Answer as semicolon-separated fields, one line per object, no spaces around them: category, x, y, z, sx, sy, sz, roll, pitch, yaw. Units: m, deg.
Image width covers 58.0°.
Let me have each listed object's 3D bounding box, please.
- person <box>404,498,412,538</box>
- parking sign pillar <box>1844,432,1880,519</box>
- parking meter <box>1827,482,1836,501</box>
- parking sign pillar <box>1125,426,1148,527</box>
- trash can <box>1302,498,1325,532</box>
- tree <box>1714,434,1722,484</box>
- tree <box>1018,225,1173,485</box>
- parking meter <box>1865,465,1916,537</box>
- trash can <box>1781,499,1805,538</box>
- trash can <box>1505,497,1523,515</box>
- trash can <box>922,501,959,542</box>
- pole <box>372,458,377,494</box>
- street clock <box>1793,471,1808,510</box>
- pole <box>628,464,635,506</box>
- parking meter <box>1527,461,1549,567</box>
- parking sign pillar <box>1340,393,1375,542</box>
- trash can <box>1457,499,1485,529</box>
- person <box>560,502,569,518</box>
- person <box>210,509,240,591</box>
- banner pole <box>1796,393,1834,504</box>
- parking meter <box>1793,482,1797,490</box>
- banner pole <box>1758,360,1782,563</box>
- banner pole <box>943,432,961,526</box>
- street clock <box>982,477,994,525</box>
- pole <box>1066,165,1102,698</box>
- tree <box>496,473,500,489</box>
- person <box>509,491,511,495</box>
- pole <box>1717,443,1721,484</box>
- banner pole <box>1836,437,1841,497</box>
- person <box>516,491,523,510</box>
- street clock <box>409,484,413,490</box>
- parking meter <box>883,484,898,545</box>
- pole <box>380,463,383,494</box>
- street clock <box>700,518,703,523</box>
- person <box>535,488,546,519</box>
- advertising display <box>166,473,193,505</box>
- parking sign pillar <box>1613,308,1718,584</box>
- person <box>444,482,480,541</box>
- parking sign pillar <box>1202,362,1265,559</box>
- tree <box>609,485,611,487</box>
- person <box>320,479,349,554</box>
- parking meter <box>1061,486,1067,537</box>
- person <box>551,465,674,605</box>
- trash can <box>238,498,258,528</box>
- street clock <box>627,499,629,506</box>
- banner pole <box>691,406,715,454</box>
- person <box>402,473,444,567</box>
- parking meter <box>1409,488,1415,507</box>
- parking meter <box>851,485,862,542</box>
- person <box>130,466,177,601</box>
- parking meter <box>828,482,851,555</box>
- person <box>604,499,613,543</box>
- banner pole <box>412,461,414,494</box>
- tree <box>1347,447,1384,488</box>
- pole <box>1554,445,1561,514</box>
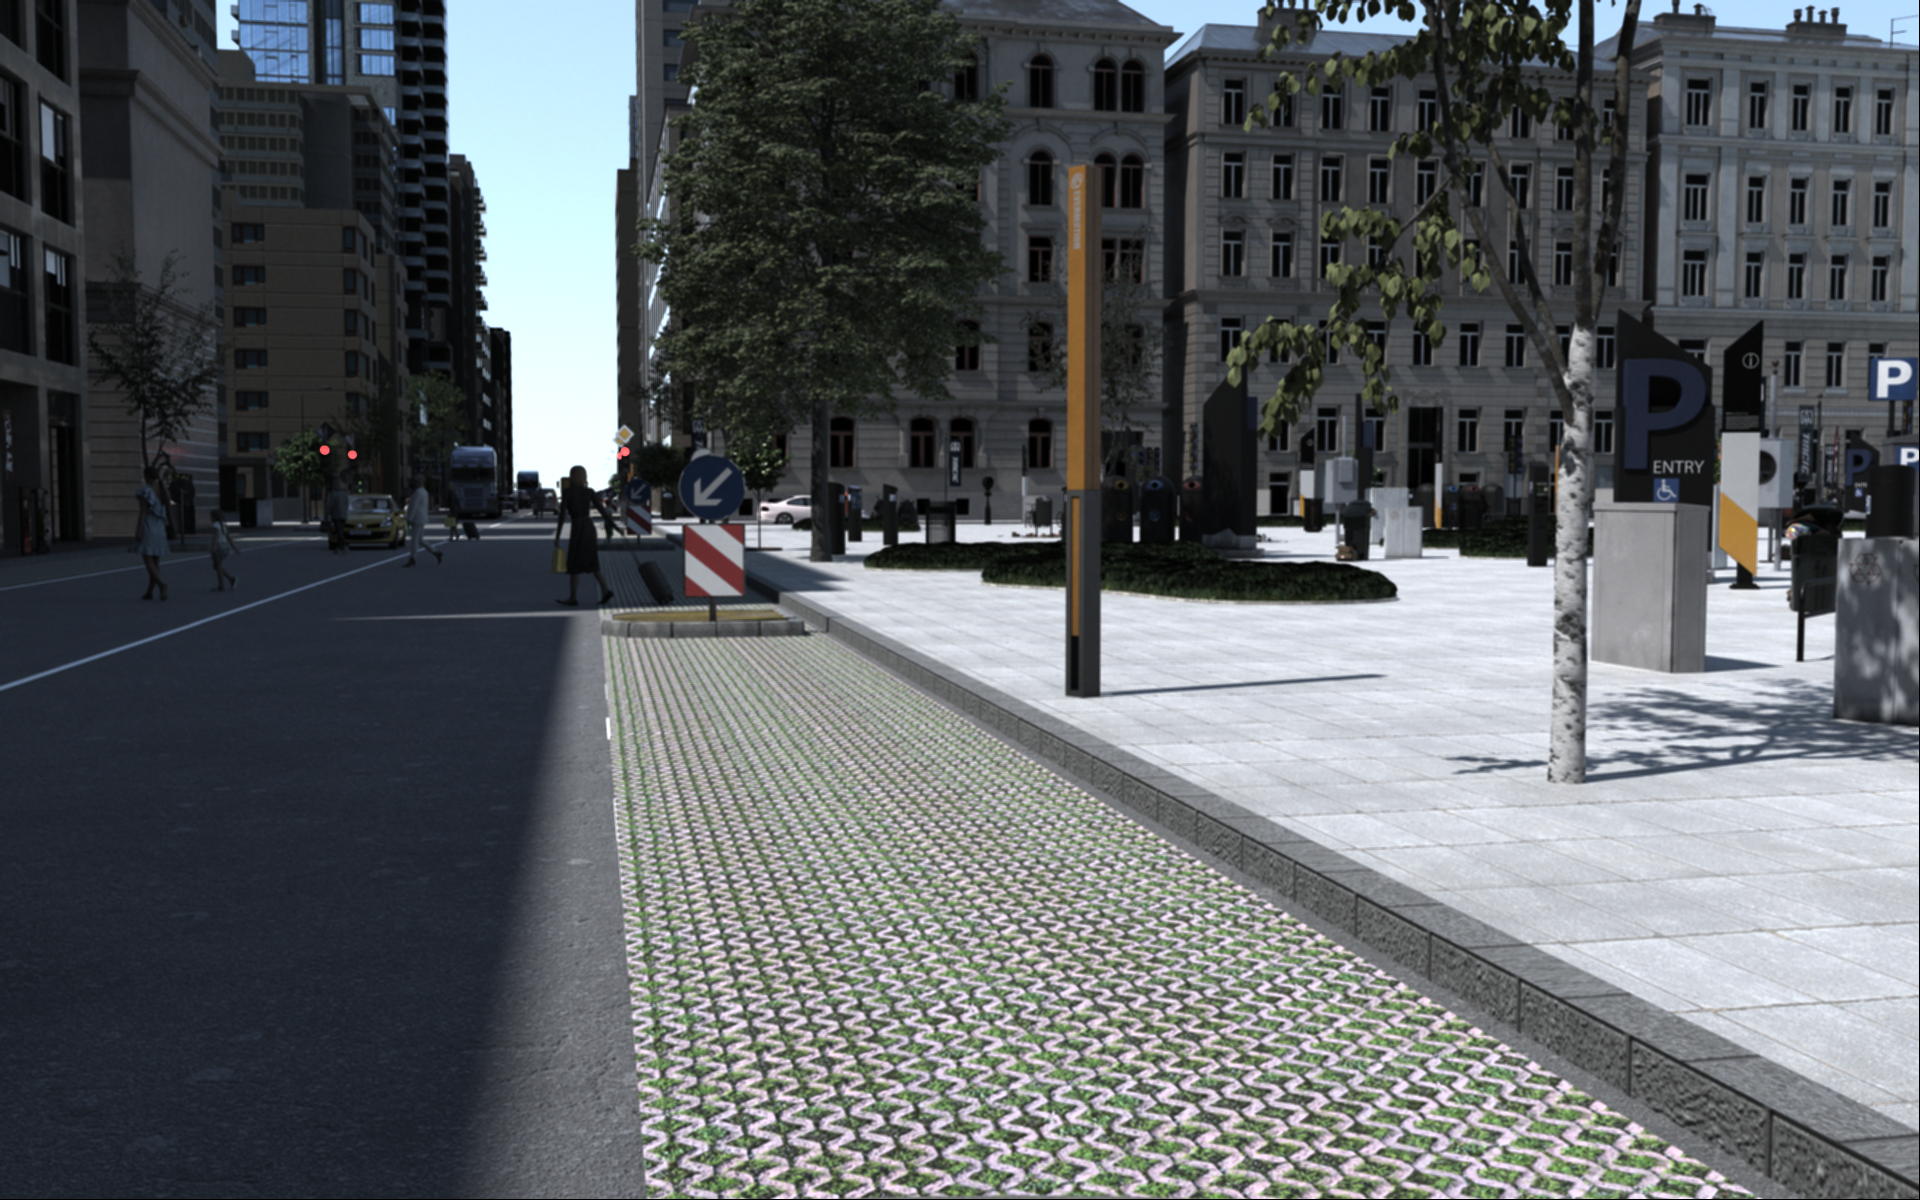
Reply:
person;-17.836;-2.654;56.146;0.306;1.304;0.590;-2;4;-29
parking sign pillar;38.908;-5.274;74.707;1.447;3.967;1.447;-2;4;-28
parking meter;40.542;-4.580;80.598;0.399;1.863;0.255;-2;4;-33
parking sign pillar;7.035;-4.930;69.072;1.447;3.967;1.447;2;4;30
trash can;11.869;-2.847;58.198;0.748;1.137;0.748;0;3;0
tree;21.772;-3.289;48.382;1.663;3.219;1.824;0;3;0
tree;3.659;-5.764;44.602;4.360;8.622;3.978;0;3;0
parking meter;8.107;-0.410;15.118;0.372;1.533;0.369;0;3;0
trash can;24.453;-2.406;50.994;0.748;1.137;0.748;0;3;0
trash can;23.377;-3.761;73.145;0.748;1.137;0.748;0;3;0
trash can;-0.392;-1.430;35.028;0.748;1.137;0.748;0;3;0
pole;-32.775;-6.311;97.021;0.158;3.312;0.155;0;3;0
street clock;26.096;-3.010;53.784;0.471;2.002;0.358;2;4;32
pole;-22.095;-7.529;116.949;0.158;3.312;0.155;0;3;0
parking meter;10.226;-1.524;30.631;0.255;1.863;0.399;0;4;1
parking sign pillar;10.964;-3.579;46.992;1.447;3.967;1.447;1;4;16
trash can;13.856;-2.163;47.014;0.748;1.137;0.748;0;3;0
person;-23.663;-5.794;103.900;0.731;1.740;0.598;-3;4;-36
person;-10.888;-0.737;25.563;0.382;1.210;0.505;0;4;-5
banner pole;21.112;-3.240;42.997;0.863;3.779;0.401;-1;4;-18
parking meter;39.181;-4.640;81.582;0.255;1.863;0.399;0;4;-4
banner pole;15.021;-2.599;32.509;0.401;3.779;0.863;-3;5;-43
banner pole;-0.344;-4.856;69.413;0.863;3.779;0.401;1;4;11
street clock;1.163;-4.139;72.239;0.358;2.002;0.471;3;5;45
pole;0.780;-1.043;10.900;0.158;3.312;0.155;0;3;0
tree;-60.835;-14.647;223.196;4.285;4.588;4.351;0;3;0
person;-56.567;-12.806;217.846;1.348;1.831;0.705;1;4;11
pole;30.021;-4.561;68.415;0.158;3.312;0.155;0;3;0
banner pole;38.385;-5.270;76.179;0.863;3.779;0.401;0;4;-5
person;-40.650;-9.211;159.814;0.721;1.736;1.217;1;4;20
street clock;-40.500;-7.538;127.824;0.358;2.002;0.471;-1;4;-14
parking meter;-1.737;-2.139;43.381;0.372;1.533;0.369;0;3;0
pole;-37.682;-7.278;112.833;0.158;3.312;0.155;0;3;0
street clock;-7.178;-2.676;48.330;0.358;2.002;0.471;-1;4;-8
person;-24.395;-5.627;100.603;0.635;1.810;0.391;-1;4;-13
advertising display;-24.460;-3.004;54.323;0.974;1.923;0.123;1;4;22
parking sign pillar;10.181;-2.237;25.044;1.447;3.967;1.447;1;4;11
person;-15.424;-2.739;53.507;0.699;1.804;1.509;2;4;29
parking sign pillar;5.439;-2.841;34.917;1.447;3.967;1.447;-2;4;-27
tree;-58.636;-18.233;292.717;1.663;3.219;1.824;0;3;0
person;-14.883;-1.997;41.339;0.728;1.800;0.709;2;4;33
parking meter;2.595;-2.004;41.169;0.372;1.533;0.369;0;3;0
person;-4.504;-0.831;22.304;1.509;1.804;0.699;0;4;3
trash can;-27.175;-3.332;66.129;0.748;1.137;0.748;0;3;0
street clock;-27.462;-8.476;143.157;0.471;2.002;0.358;-1;4;-10
banner pole;-7.214;-3.610;49.040;0.863;3.779;0.401;-2;4;-23
person;-10.632;-1.583;34.256;0.818;1.842;0.514;-1;4;-23
parking meter;19.965;-4.184;76.820;0.372;1.533;0.369;0;3;0
parking meter;-2.830;-2.338;46.631;0.372;1.533;0.369;0;3;0
person;-10.821;-0.901;23.331;0.778;1.811;0.616;3;5;40
parking meter;-2.609;-1.720;36.530;0.372;1.533;0.369;0;3;0
person;-9.449;-2.064;46.487;0.306;1.304;0.590;1;4;9
banner pole;-41.252;-8.600;130.624;0.401;3.779;0.863;-2;4;-25
tree;13.997;-4.004;60.062;1.663;3.219;1.824;0;3;0
pole;24.921;-4.794;72.219;0.158;3.312;0.155;0;3;0
